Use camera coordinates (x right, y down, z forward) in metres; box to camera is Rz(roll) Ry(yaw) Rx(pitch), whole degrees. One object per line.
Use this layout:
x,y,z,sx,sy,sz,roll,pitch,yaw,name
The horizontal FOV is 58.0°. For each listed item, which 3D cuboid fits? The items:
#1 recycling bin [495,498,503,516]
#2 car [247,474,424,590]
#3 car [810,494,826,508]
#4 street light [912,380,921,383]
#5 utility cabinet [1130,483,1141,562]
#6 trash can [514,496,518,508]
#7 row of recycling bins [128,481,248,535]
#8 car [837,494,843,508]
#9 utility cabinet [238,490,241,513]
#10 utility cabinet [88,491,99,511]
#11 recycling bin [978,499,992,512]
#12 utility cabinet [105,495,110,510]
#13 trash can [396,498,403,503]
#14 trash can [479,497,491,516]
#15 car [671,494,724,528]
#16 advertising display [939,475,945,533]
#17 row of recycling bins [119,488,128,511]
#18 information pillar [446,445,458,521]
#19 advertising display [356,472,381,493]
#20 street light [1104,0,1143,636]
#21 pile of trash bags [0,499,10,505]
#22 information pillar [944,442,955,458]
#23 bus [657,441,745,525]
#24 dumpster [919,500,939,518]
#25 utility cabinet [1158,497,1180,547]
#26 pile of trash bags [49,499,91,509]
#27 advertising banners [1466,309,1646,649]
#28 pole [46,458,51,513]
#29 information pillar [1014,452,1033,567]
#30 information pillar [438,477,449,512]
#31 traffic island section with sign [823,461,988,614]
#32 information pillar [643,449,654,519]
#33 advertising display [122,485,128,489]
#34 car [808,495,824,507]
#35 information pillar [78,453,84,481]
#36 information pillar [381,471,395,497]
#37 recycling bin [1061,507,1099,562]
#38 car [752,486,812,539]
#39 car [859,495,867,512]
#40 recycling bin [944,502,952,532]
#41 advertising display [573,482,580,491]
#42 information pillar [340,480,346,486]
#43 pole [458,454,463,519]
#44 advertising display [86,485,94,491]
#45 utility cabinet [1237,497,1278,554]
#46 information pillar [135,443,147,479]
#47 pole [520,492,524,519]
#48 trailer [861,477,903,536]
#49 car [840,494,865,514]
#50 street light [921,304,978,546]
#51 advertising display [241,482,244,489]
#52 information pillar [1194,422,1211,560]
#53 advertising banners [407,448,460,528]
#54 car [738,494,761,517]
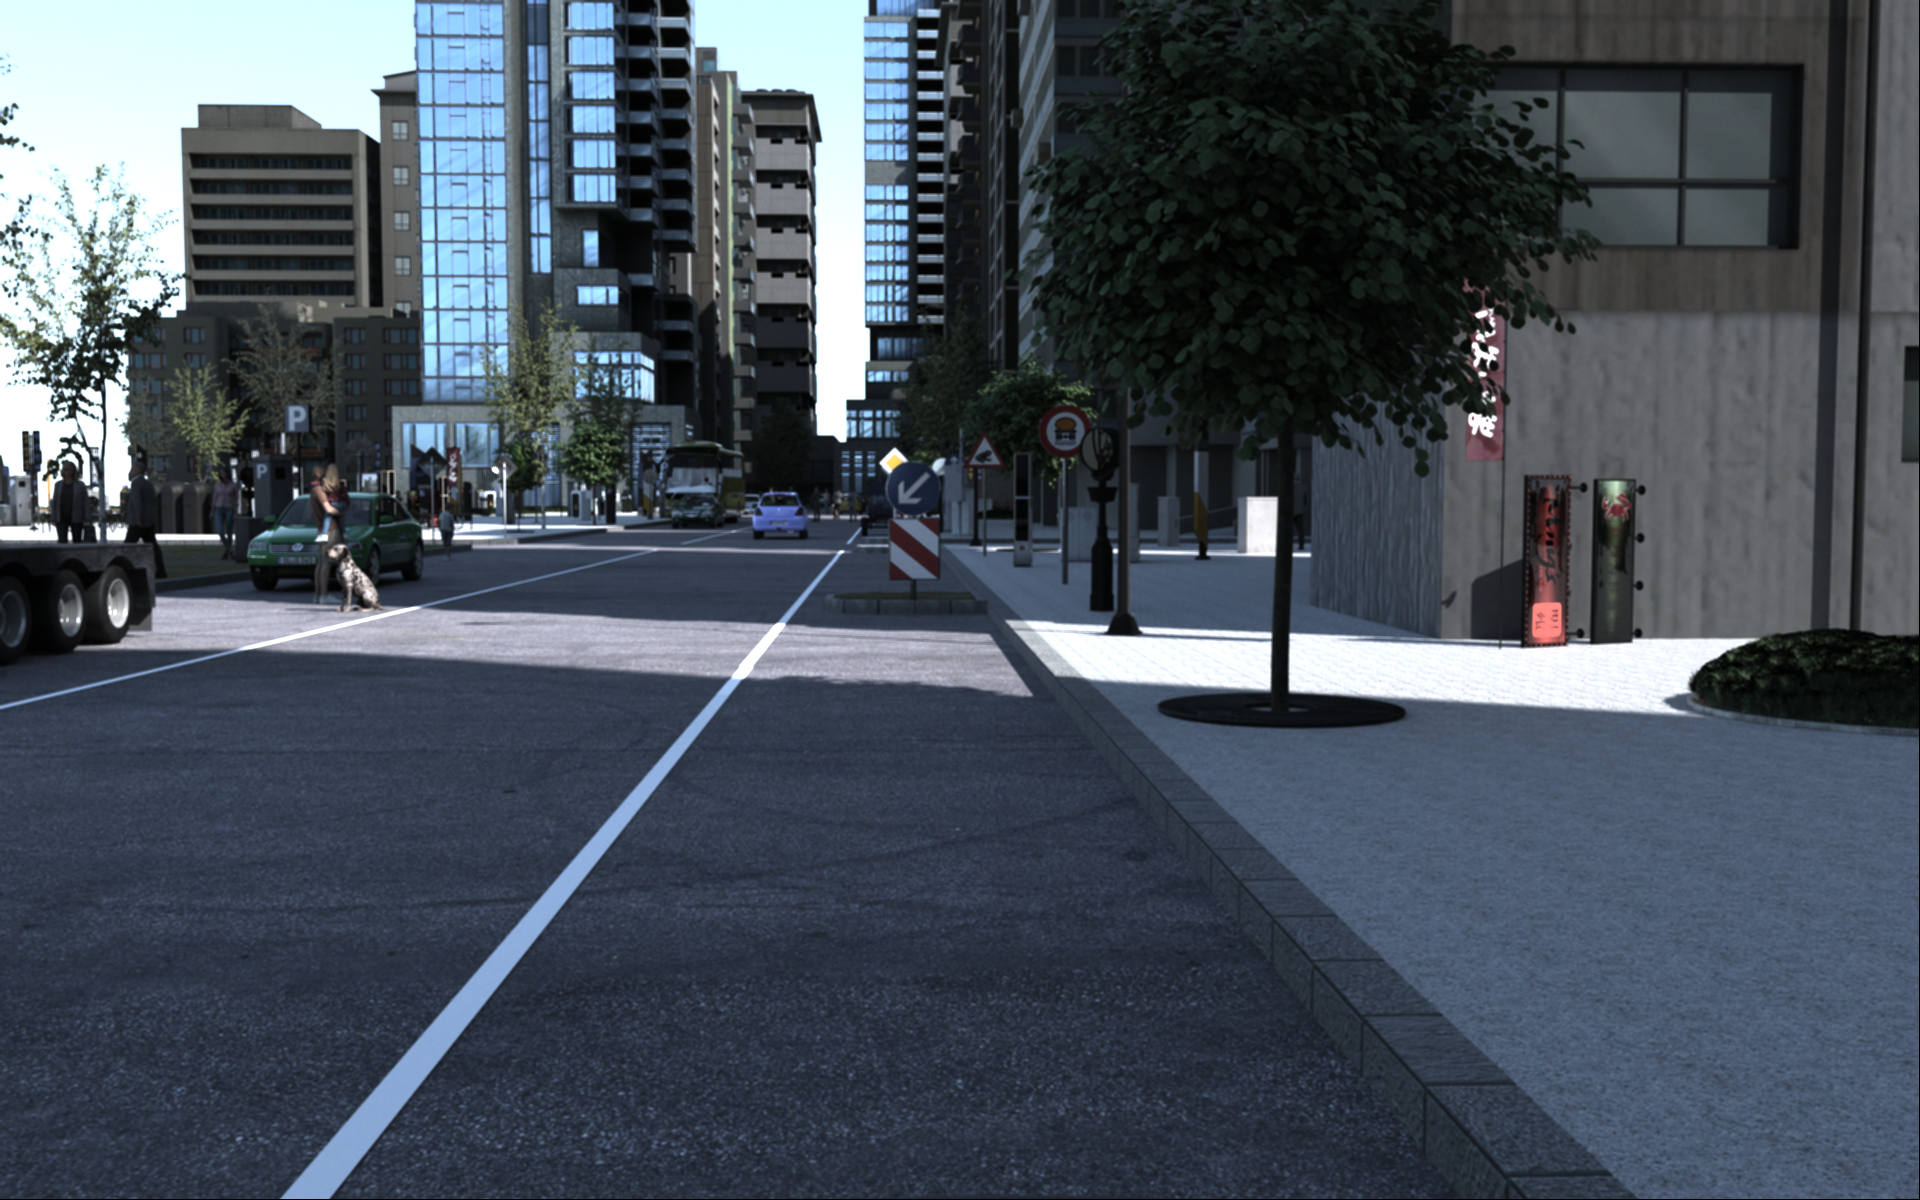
-26.533,-5.394,100.751,0.722,1.027,0.722,1,4,21,recycling bin
-9.764,-1.133,27.329,1.959,1.807,4.718,0,4,-4,car
-14.847,-10.448,182.834,2.014,1.417,4.499,0,4,-4,car
-1.255,-6.012,70.841,1.470,5.913,1.316,0,4,-2,street light
3.243,-1.468,32.684,0.318,1.500,1.173,0,4,8,utility cabinet
-28.376,-6.084,111.129,0.748,1.137,0.748,0,3,0,trash can
-24.627,-2.949,55.332,3.534,1.692,1.069,1,4,17,row of recycling bins
-11.881,-10.424,180.221,2.009,1.686,4.222,0,4,-2,car
-38.133,-5.098,92.031,1.173,1.500,0.318,3,5,40,utility cabinet
-57.395,-6.473,114.518,1.173,1.500,0.318,1,4,14,utility cabinet
1.300,-4.931,93.173,0.722,1.027,0.722,1,4,16,recycling bin
-61.338,-6.893,123.859,1.020,1.237,0.306,0,4,-3,utility cabinet
-20.673,-3.151,63.174,0.748,1.137,0.748,0,3,0,trash can
-27.887,-5.509,101.721,0.748,1.137,0.748,0,3,0,trash can
-11.166,-3.800,73.926,2.131,1.459,4.920,0,4,-2,car
-0.609,-3.224,57.934,0.123,1.923,0.974,0,4,5,advertising display
-51.601,-6.223,108.859,3.534,1.692,1.069,2,4,35,row of recycling bins
-24.217,-5.574,82.486,0.504,3.616,0.183,-3,4,-38,information pillar
-17.706,-2.856,51.906,0.974,1.923,0.123,2,4,32,advertising display
0.957,-2.638,15.678,1.470,5.913,1.316,0,4,-2,street light
-49.726,-4.833,88.766,3.447,1.369,1.912,1,4,19,pile of trash bags
-0.456,-5.130,75.229,0.504,3.616,0.183,-1,4,-15,information pillar
-12.198,-5.612,83.309,2.896,3.916,12.252,0,4,-1,bus
-1.405,-4.908,86.007,1.264,1.857,1.865,0,4,-2,dumpster
5.142,-1.921,42.562,0.306,1.237,1.020,1,4,22,utility cabinet
-48.170,-5.125,93.541,1.912,1.369,3.447,-3,5,-42,pile of trash bags
4.934,-1.118,14.461,2.074,3.025,0.090,-2,4,-25,advertising banners
-51.583,-6.373,98.047,0.158,3.312,0.155,0,3,0,pole
1.114,-1.594,30.556,0.304,2.012,0.304,1,4,9,information pillar
-21.994,-4.237,73.763,0.304,2.012,0.304,2,4,34,information pillar
-0.694,-0.792,21.584,1.989,1.847,2.006,0,4,-2,traffic island section with sign
-15.851,-5.917,88.093,0.504,3.616,0.183,0,4,1,information pillar
-57.713,-7.004,119.736,0.123,1.923,0.974,-3,5,-42,advertising display
-15.808,-10.844,189.883,1.945,1.354,3.894,0,4,-4,car
-48.711,-6.399,95.977,0.183,3.616,0.504,0,4,-4,information pillar
-17.956,-3.053,54.412,0.304,2.012,0.304,2,4,26,information pillar
2.331,-1.245,32.913,0.722,1.027,0.722,1,4,15,recycling bin
-5.792,-2.845,56.113,1.945,1.707,3.694,0,4,-4,car
-8.453,-7.770,139.616,1.945,1.354,3.894,0,4,-3,car
-0.082,-2.843,59.036,0.722,1.027,0.722,1,4,21,recycling bin
-20.132,-5.248,91.015,0.123,1.923,0.974,-2,4,-25,advertising display
-32.327,-5.265,90.576,0.304,2.012,0.304,2,4,33,information pillar
-25.605,-5.801,88.682,0.158,3.312,0.155,0,3,0,pole
-61.263,-7.111,121.486,0.123,1.923,0.974,3,4,36,advertising display
6.475,-1.613,37.533,1.020,1.237,0.306,-2,4,-34,utility cabinet
-37.600,-5.396,79.575,0.183,3.616,0.504,3,4,37,information pillar
-22.858,-5.902,90.347,0.158,3.312,0.155,0,3,0,pole
-2.696,-3.238,59.984,1.471,1.999,3.904,0,4,-3,trailer
-7.765,-6.896,122.971,2.015,1.641,3.980,0,4,-2,car
-0.149,-4.284,42.580,1.470,5.913,1.316,0,4,-2,street light
-38.101,-5.374,93.087,0.974,1.923,0.123,-3,5,-41,advertising display
4.709,-2.593,33.744,0.183,3.616,0.504,2,4,33,information pillar
-19.797,-4.212,65.062,2.074,3.025,0.090,0,4,-6,advertising banners
-12.868,-5.715,105.436,2.014,1.417,4.499,0,4,-1,car
